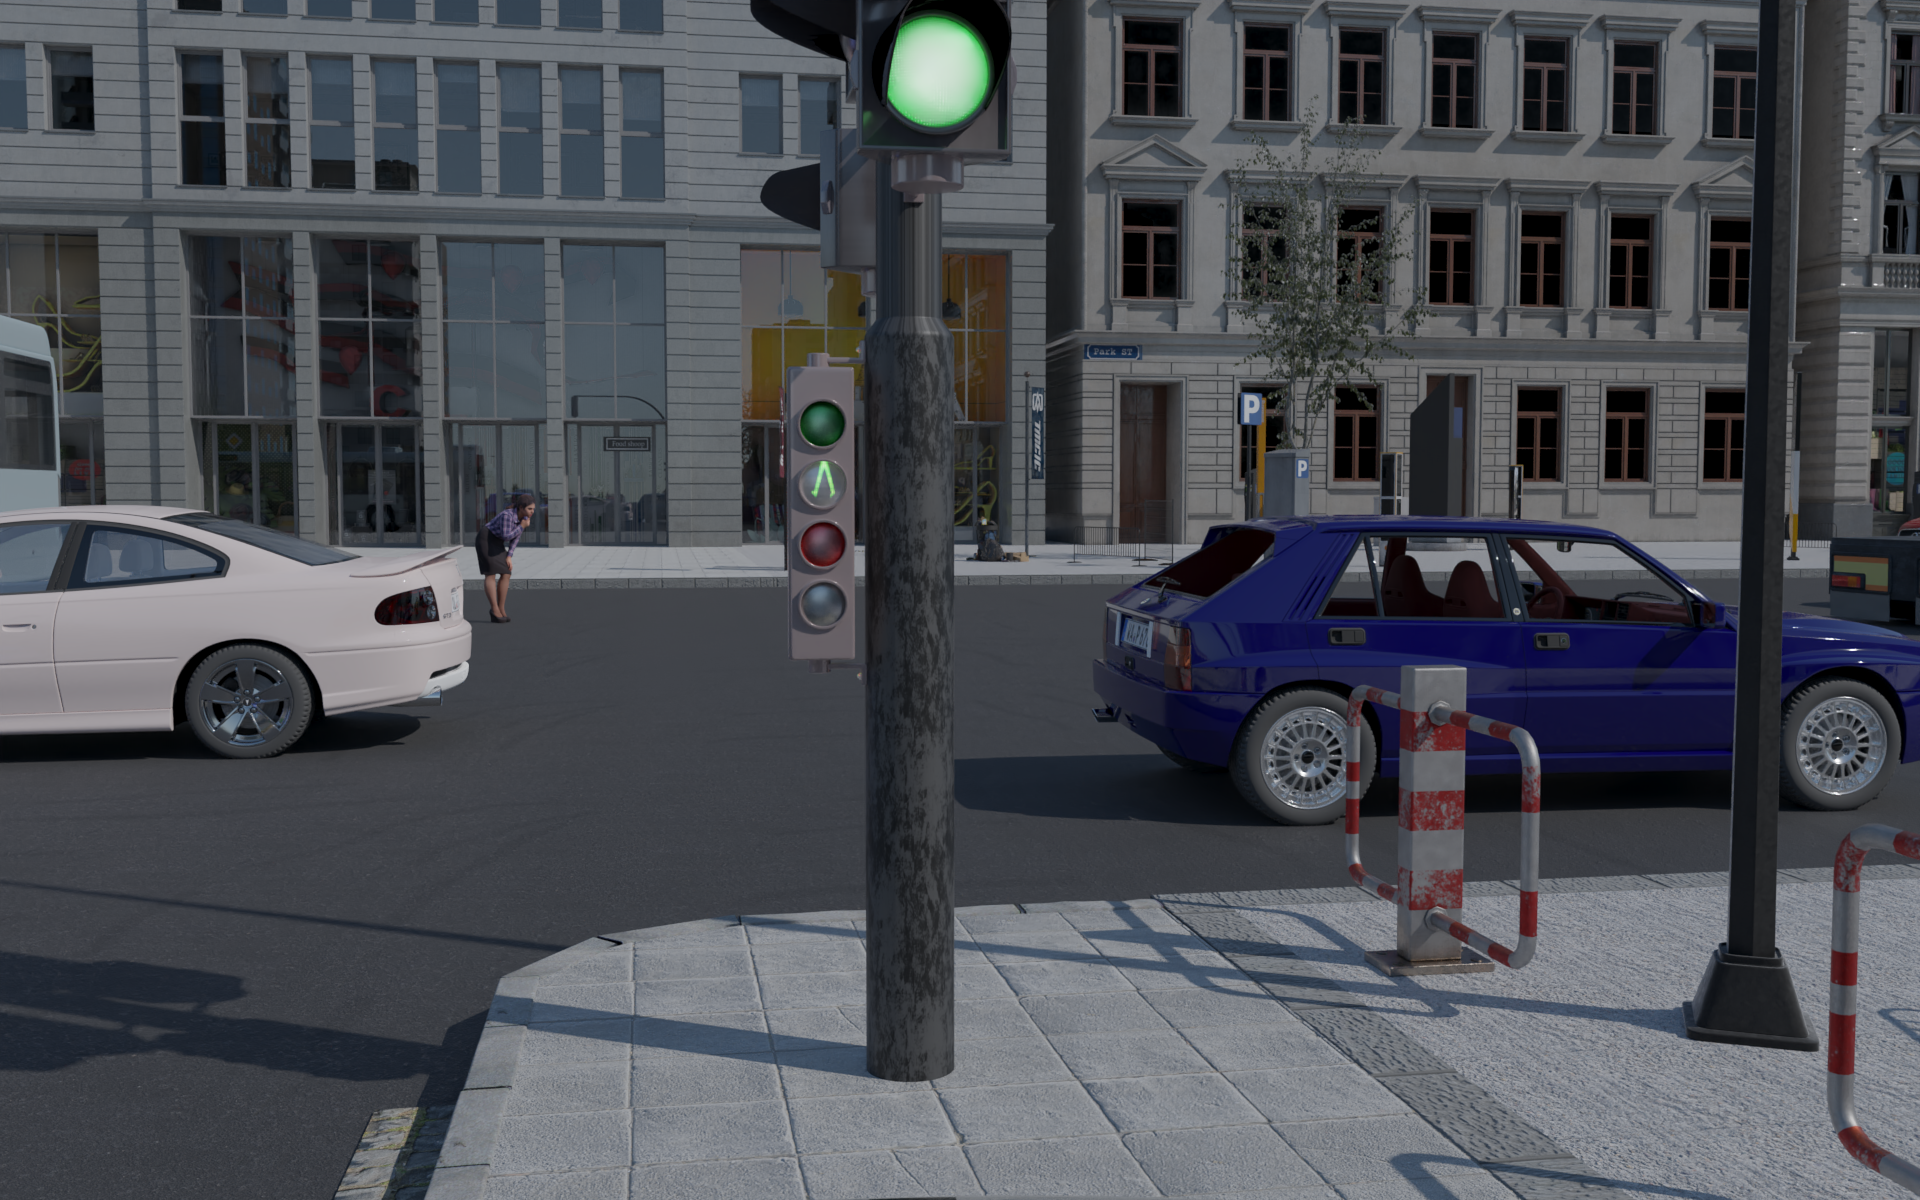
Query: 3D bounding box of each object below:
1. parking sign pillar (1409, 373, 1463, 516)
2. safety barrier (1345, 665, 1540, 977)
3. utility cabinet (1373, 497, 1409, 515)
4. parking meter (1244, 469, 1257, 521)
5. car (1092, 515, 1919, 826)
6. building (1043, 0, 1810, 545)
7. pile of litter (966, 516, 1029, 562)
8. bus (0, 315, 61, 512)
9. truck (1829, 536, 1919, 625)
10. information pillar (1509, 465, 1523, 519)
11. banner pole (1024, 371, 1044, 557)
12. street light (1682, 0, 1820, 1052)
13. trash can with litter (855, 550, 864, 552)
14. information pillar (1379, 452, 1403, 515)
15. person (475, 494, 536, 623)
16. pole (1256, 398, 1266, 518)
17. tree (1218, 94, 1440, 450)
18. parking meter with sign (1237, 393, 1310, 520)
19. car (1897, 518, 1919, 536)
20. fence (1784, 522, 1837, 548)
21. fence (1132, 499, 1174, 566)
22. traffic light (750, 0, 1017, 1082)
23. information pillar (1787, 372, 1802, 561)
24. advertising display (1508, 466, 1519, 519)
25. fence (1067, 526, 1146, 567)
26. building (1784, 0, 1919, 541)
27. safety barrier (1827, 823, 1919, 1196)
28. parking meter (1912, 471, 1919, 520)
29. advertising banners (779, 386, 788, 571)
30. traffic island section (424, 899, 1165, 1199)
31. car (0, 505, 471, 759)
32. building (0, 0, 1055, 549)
[{"bbox_3d":[10.779,-3.106,39.263,1.447,3.967,1.447,-2,4,-26],"label":"parking sign pillar"},{"bbox_3d":[1.274,0.587,4.683,0.300,0.817,1.120,-1,4,-10],"label":"safety barrier"},{"bbox_3d":[10.588,-1.918,42.524,0.306,1.237,1.020,-2,4,-25],"label":"utility cabinet"},{"bbox_3d":[6.701,-2.070,39.549,0.399,1.863,0.255,-3,4,-39],"label":"parking meter"},{"bbox_3d":[2.673,0.254,8.435,3.894,1.354,1.945,0,4,-8],"label":"car"},{"bbox_3d":[11.865,-13.042,49.392,21.152,22.565,11.583,-1,4,-10],"label":"building"},{"bbox_3d":[0.729,-1.185,33.338,1.176,0.858,1.719,0,4,-7],"label":"pile of litter"},{"bbox_3d":[-16.387,-1.355,17.016,13.247,3.499,2.948,-1,4,-11],"label":"bus"},{"bbox_3d":[19.293,-1.846,19.937,18.799,4.110,2.967,-1,4,-10],"label":"truck"},{"bbox_3d":[14.042,-2.403,43.777,0.304,2.012,0.304,1,4,11],"label":"information pillar"},{"bbox_3d":[1.507,-2.788,35.599,0.401,3.779,0.863,3,4,36],"label":"banner pole"},{"bbox_3d":[1.355,-1.917,3.885,1.470,5.913,1.316,-1,4,-10],"label":"street light"},{"bbox_3d":[-1.267,-1.667,38.311,2.233,1.210,1.678,3,4,36],"label":"trash can with litter"},{"bbox_3d":[7.587,-1.592,30.514,0.304,2.012,0.304,2,4,35],"label":"information pillar"},{"bbox_3d":[-5.030,-0.459,19.236,0.697,1.427,0.421,1,4,15],"label":"person"},{"bbox_3d":[6.400,-2.630,36.846,0.158,3.312,0.155,0,3,0],"label":"pole"},{"bbox_3d":[6.719,-5.061,33.104,4.360,8.622,3.978,0,3,0],"label":"tree"},{"bbox_3d":[5.526,-2.023,29.334,0.543,3.016,1.738,-3,5,-40],"label":"parking meter with sign"},{"bbox_3d":[14.401,-0.808,21.885,5.304,1.827,2.281,-1,4,-11],"label":"car"},{"bbox_3d":[17.561,-1.296,36.567,0.278,0.683,2.069,-2,4,-31],"label":"fence"},{"bbox_3d":[3.689,-1.283,32.181,0.480,1.192,2.264,0,4,-7],"label":"fence"},{"bbox_3d":[-2.187,-1.750,3.280,4.771,5.953,1.251,-1,4,-10],"label":"traffic light"},{"bbox_3d":[16.194,-2.582,33.578,0.183,3.616,0.504,1,4,18],"label":"information pillar"},{"bbox_3d":[12.680,-2.109,39.692,0.123,1.923,0.974,1,4,23],"label":"advertising display"},{"bbox_3d":[2.655,-0.985,31.481,0.278,0.683,2.069,-2,4,-32],"label":"fence"},{"bbox_3d":[32.111,-13.699,52.860,19.941,23.489,11.050,-1,4,-10],"label":"building"},{"bbox_3d":[1.651,0.719,2.526,0.300,0.817,1.120,-1,4,-10],"label":"safety barrier"},{"bbox_3d":[21.255,-1.988,38.209,0.255,1.863,0.399,-2,4,-34],"label":"parking meter"},{"bbox_3d":[-2.898,-2.016,29.149,0.090,3.025,2.074,0,4,2],"label":"advertising banners"},{"bbox_3d":[-0.100,1.124,3.898,2.009,0.180,2.903,-1,4,-10],"label":"traffic island section"},{"bbox_3d":[-5.316,0.147,9.966,4.827,1.381,2.083,-1,4,-10],"label":"car"},{"bbox_3d":[-13.301,-16.373,45.188,29.804,29.767,11.434,-1,4,-10],"label":"building"}]
